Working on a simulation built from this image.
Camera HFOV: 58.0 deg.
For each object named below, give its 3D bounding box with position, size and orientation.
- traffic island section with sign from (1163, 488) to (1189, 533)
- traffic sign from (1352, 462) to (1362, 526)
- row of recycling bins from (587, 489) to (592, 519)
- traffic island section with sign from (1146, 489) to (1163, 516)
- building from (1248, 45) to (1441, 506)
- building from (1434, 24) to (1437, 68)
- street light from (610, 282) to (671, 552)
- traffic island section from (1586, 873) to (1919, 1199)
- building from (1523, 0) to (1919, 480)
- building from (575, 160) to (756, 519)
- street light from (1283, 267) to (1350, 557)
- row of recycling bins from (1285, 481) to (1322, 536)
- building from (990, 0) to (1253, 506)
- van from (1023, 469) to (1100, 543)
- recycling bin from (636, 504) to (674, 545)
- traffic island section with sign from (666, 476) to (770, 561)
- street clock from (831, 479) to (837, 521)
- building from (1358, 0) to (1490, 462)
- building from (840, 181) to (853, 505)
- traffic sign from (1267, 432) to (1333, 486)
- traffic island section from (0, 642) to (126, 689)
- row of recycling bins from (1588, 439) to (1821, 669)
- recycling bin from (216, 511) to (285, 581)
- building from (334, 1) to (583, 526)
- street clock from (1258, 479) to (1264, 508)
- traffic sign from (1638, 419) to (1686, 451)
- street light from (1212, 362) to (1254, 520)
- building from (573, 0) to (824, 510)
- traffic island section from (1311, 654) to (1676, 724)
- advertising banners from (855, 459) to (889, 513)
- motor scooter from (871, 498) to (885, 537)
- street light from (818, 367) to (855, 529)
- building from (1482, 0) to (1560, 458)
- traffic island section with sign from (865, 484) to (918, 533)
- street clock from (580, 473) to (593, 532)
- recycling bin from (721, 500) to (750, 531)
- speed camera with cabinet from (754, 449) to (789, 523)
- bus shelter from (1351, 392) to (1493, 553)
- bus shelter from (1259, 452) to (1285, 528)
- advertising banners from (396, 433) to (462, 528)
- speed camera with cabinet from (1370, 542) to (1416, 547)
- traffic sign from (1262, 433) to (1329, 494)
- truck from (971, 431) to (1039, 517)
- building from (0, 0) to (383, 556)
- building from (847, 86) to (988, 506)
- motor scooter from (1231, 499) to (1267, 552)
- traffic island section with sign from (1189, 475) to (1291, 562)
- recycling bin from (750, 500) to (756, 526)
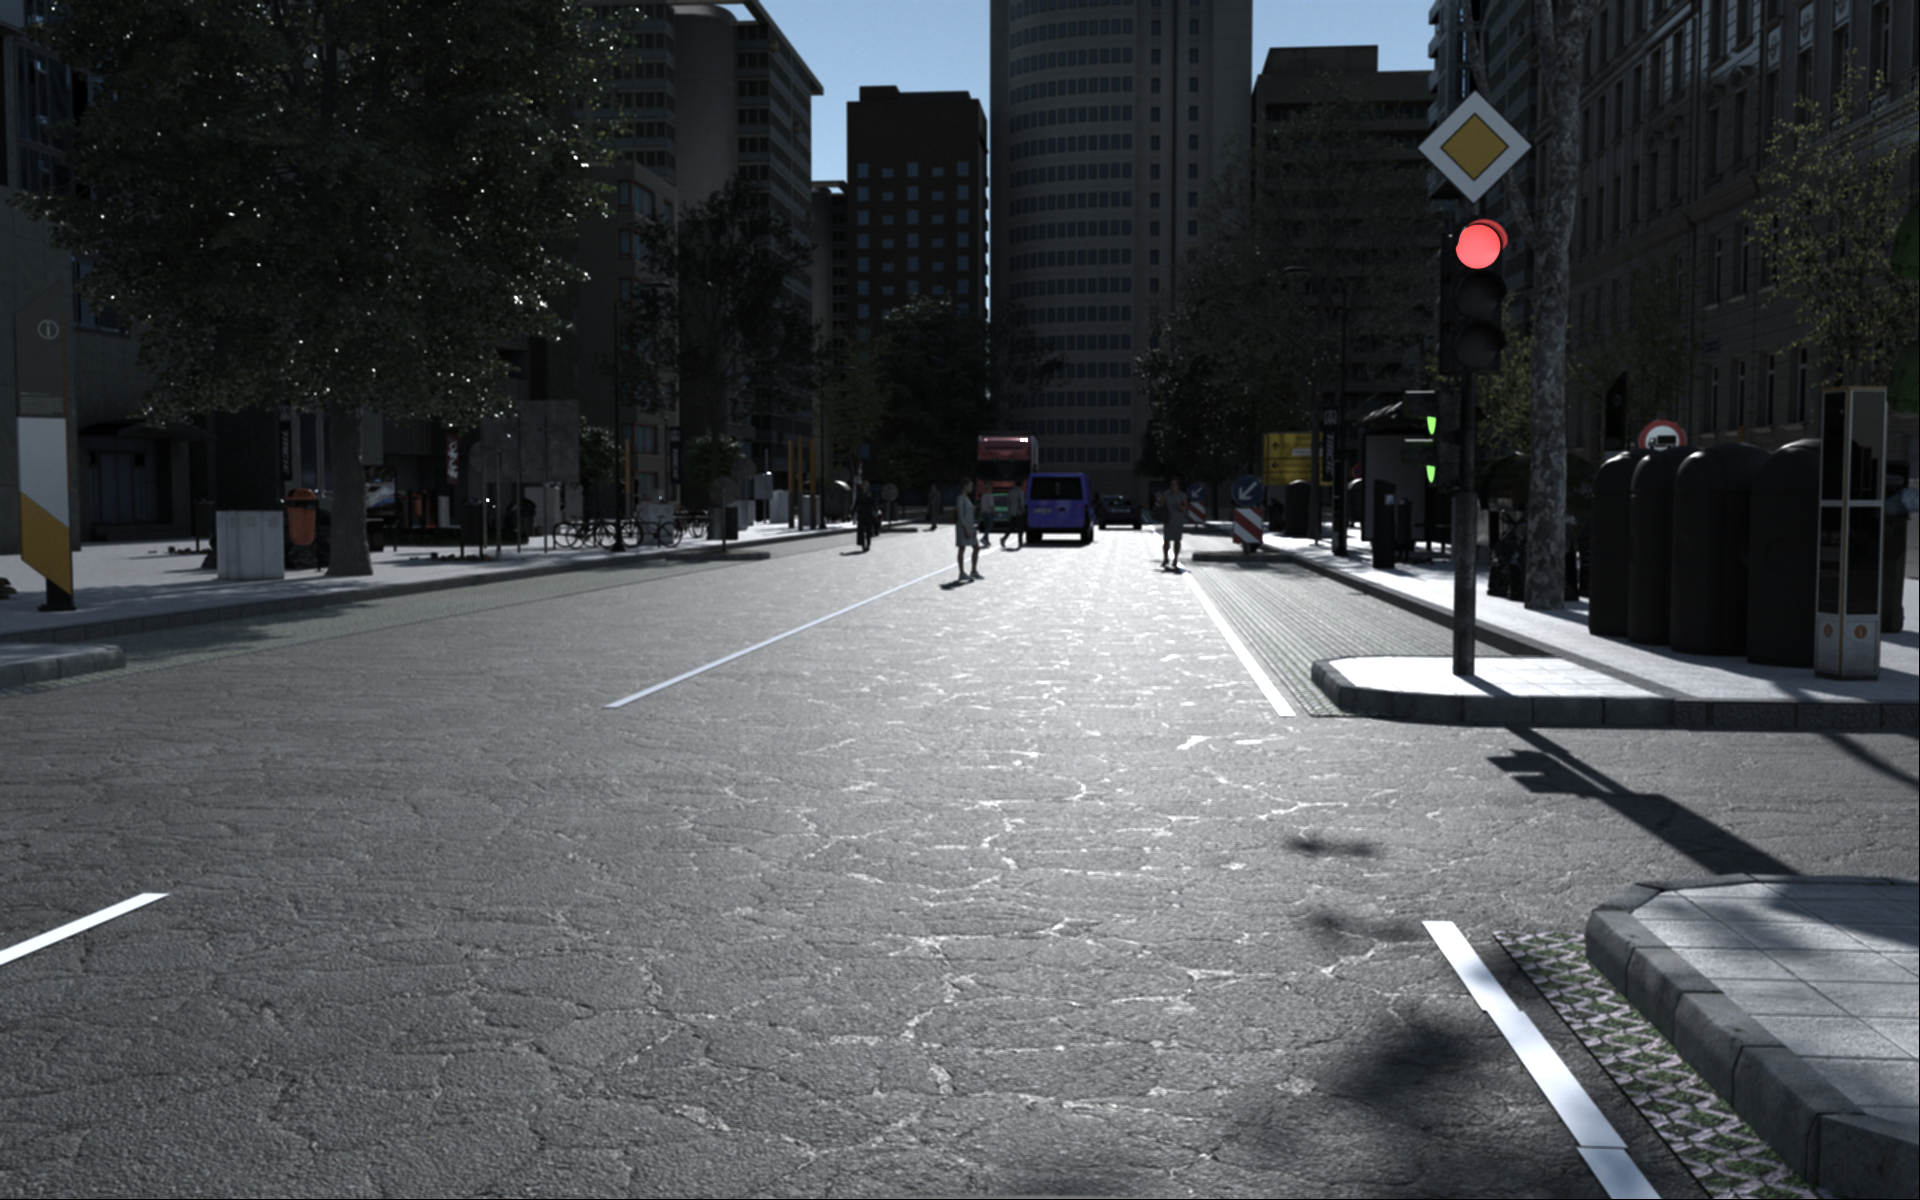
[{"bbox_3d":[8.615,-3.391,64.071,1.989,1.847,2.006,0,4,5],"label":"traffic island section with sign"},{"bbox_3d":[15.880,-4.184,68.508,0.768,2.556,0.104,0,4,6],"label":"traffic sign"},{"bbox_3d":[-20.668,-4.995,88.786,3.534,1.692,1.069,0,4,-3],"label":"row of recycling bins"},{"bbox_3d":[13.410,-6.428,113.729,1.989,1.847,2.006,0,4,5],"label":"traffic island section with sign"},{"bbox_3d":[42.580,-34.731,191.551,21.600,48.544,21.300,0,4,5],"label":"building"},{"bbox_3d":[67.415,-39.591,189.309,28.212,58.520,21.231,0,4,5],"label":"building"},{"bbox_3d":[-7.038,-4.014,38.164,1.470,5.913,1.316,0,4,5],"label":"street light"},{"bbox_3d":[2.834,1.096,4.365,2.009,0.180,2.903,0,4,5],"label":"traffic island section"},{"bbox_3d":[32.451,-16.806,72.037,12.463,27.353,25.104,0,4,5],"label":"building"},{"bbox_3d":[-29.190,-15.931,105.511,27.650,21.520,28.899,0,4,5],"label":"building"},{"bbox_3d":[7.319,-3.855,35.574,1.470,5.913,1.316,0,4,5],"label":"street light"},{"bbox_3d":[10.745,-2.886,54.300,1.069,1.692,3.534,1,4,17],"label":"row of recycling bins"},{"bbox_3d":[17.663,-39.894,194.268,28.212,58.520,21.231,0,4,5],"label":"building"},{"bbox_3d":[3.051,-2.936,52.384,2.240,2.365,5.245,0,4,6],"label":"van"},{"bbox_3d":[-7.809,-1.944,44.341,0.722,1.027,0.722,-3,5,-39],"label":"recycling bin"},{"bbox_3d":[-5.237,-1.793,37.942,1.989,1.847,2.006,0,4,5],"label":"traffic island section with sign"},{"bbox_3d":[-6.058,-4.798,83.022,0.358,2.002,0.471,-2,4,-28],"label":"street clock"},{"bbox_3d":[43.320,-49.855,127.804,22.319,86.520,31.000,0,4,5],"label":"building"},{"bbox_3d":[-23.032,-31.341,204.308,23.993,40.220,32.217,0,4,5],"label":"building"},{"bbox_3d":[11.184,-3.840,56.664,2.265,3.308,0.079,0,4,7],"label":"traffic sign"},{"bbox_3d":[-7.936,0.541,13.428,2.009,0.180,2.903,0,4,5],"label":"traffic island section"},{"bbox_3d":[6.267,-0.445,14.397,1.069,1.692,3.534,0,4,-4],"label":"row of recycling bins"},{"bbox_3d":[-10.645,-0.821,25.980,0.722,1.027,0.722,3,5,40],"label":"recycling bin"},{"bbox_3d":[-25.304,-18.497,74.125,14.160,30.474,14.107,0,4,5],"label":"building"},{"bbox_3d":[14.869,-4.974,85.891,0.471,2.002,0.358,0,4,-6],"label":"street clock"},{"bbox_3d":[11.937,-1.799,29.514,0.768,2.556,0.104,1,4,13],"label":"traffic sign"},{"bbox_3d":[9.690,-5.387,60.623,1.470,5.913,1.316,0,4,5],"label":"street light"},{"bbox_3d":[-24.237,-27.191,136.454,23.993,40.220,32.217,0,4,5],"label":"building"},{"bbox_3d":[3.602,0.610,12.313,2.009,0.180,2.903,0,4,5],"label":"traffic island section"},{"bbox_3d":[-4.369,-5.480,85.784,2.074,3.025,0.090,2,4,34],"label":"advertising banners"},{"bbox_3d":[-2.920,-2.816,58.814,0.815,1.314,1.986,0,4,5],"label":"motor scooter"},{"bbox_3d":[-4.521,-5.565,63.527,1.470,5.913,1.316,0,4,5],"label":"street light"},{"bbox_3d":[44.536,-25.037,101.239,32.217,40.220,23.993,0,4,5],"label":"building"},{"bbox_3d":[-2.630,-3.444,64.932,1.989,1.847,2.006,0,4,5],"label":"traffic island section with sign"},{"bbox_3d":[-12.567,-3.284,58.271,0.471,2.002,0.358,-1,4,-12],"label":"street clock"},{"bbox_3d":[-7.941,-2.956,60.887,0.722,1.027,0.722,1,4,10],"label":"recycling bin"},{"bbox_3d":[-8.245,-5.016,76.353,0.660,3.252,2.038,2,4,32],"label":"speed camera with cabinet"},{"bbox_3d":[9.663,-2.617,36.707,2.014,3.302,5.546,0,4,5],"label":"bus shelter"},{"bbox_3d":[12.102,-4.229,63.074,2.014,3.302,5.546,0,4,6],"label":"bus shelter"},{"bbox_3d":[-15.203,-3.263,49.540,2.074,3.025,0.090,-3,4,-38],"label":"advertising banners"},{"bbox_3d":[11.069,-2.924,42.151,2.038,3.252,0.660,0,4,-8],"label":"speed camera with cabinet"},{"bbox_3d":[11.253,-3.920,57.973,2.265,3.308,0.079,0,4,8],"label":"traffic sign"},{"bbox_3d":[2.195,-5.494,78.743,2.839,4.237,11.283,0,4,4],"label":"truck"},{"bbox_3d":[-30.350,-44.623,42.262,22.319,86.520,31.000,0,4,5],"label":"building"},{"bbox_3d":[-4.410,-33.217,193.211,14.200,45.320,14.600,0,4,5],"label":"building"},{"bbox_3d":[6.581,-1.626,39.355,0.815,1.314,1.986,0,4,4],"label":"motor scooter"},{"bbox_3d":[5.997,-1.741,37.086,1.989,1.847,2.006,0,4,5],"label":"traffic island section with sign"},{"bbox_3d":[-8.701,-3.534,70.341,0.722,1.027,0.722,0,4,1],"label":"recycling bin"}]
